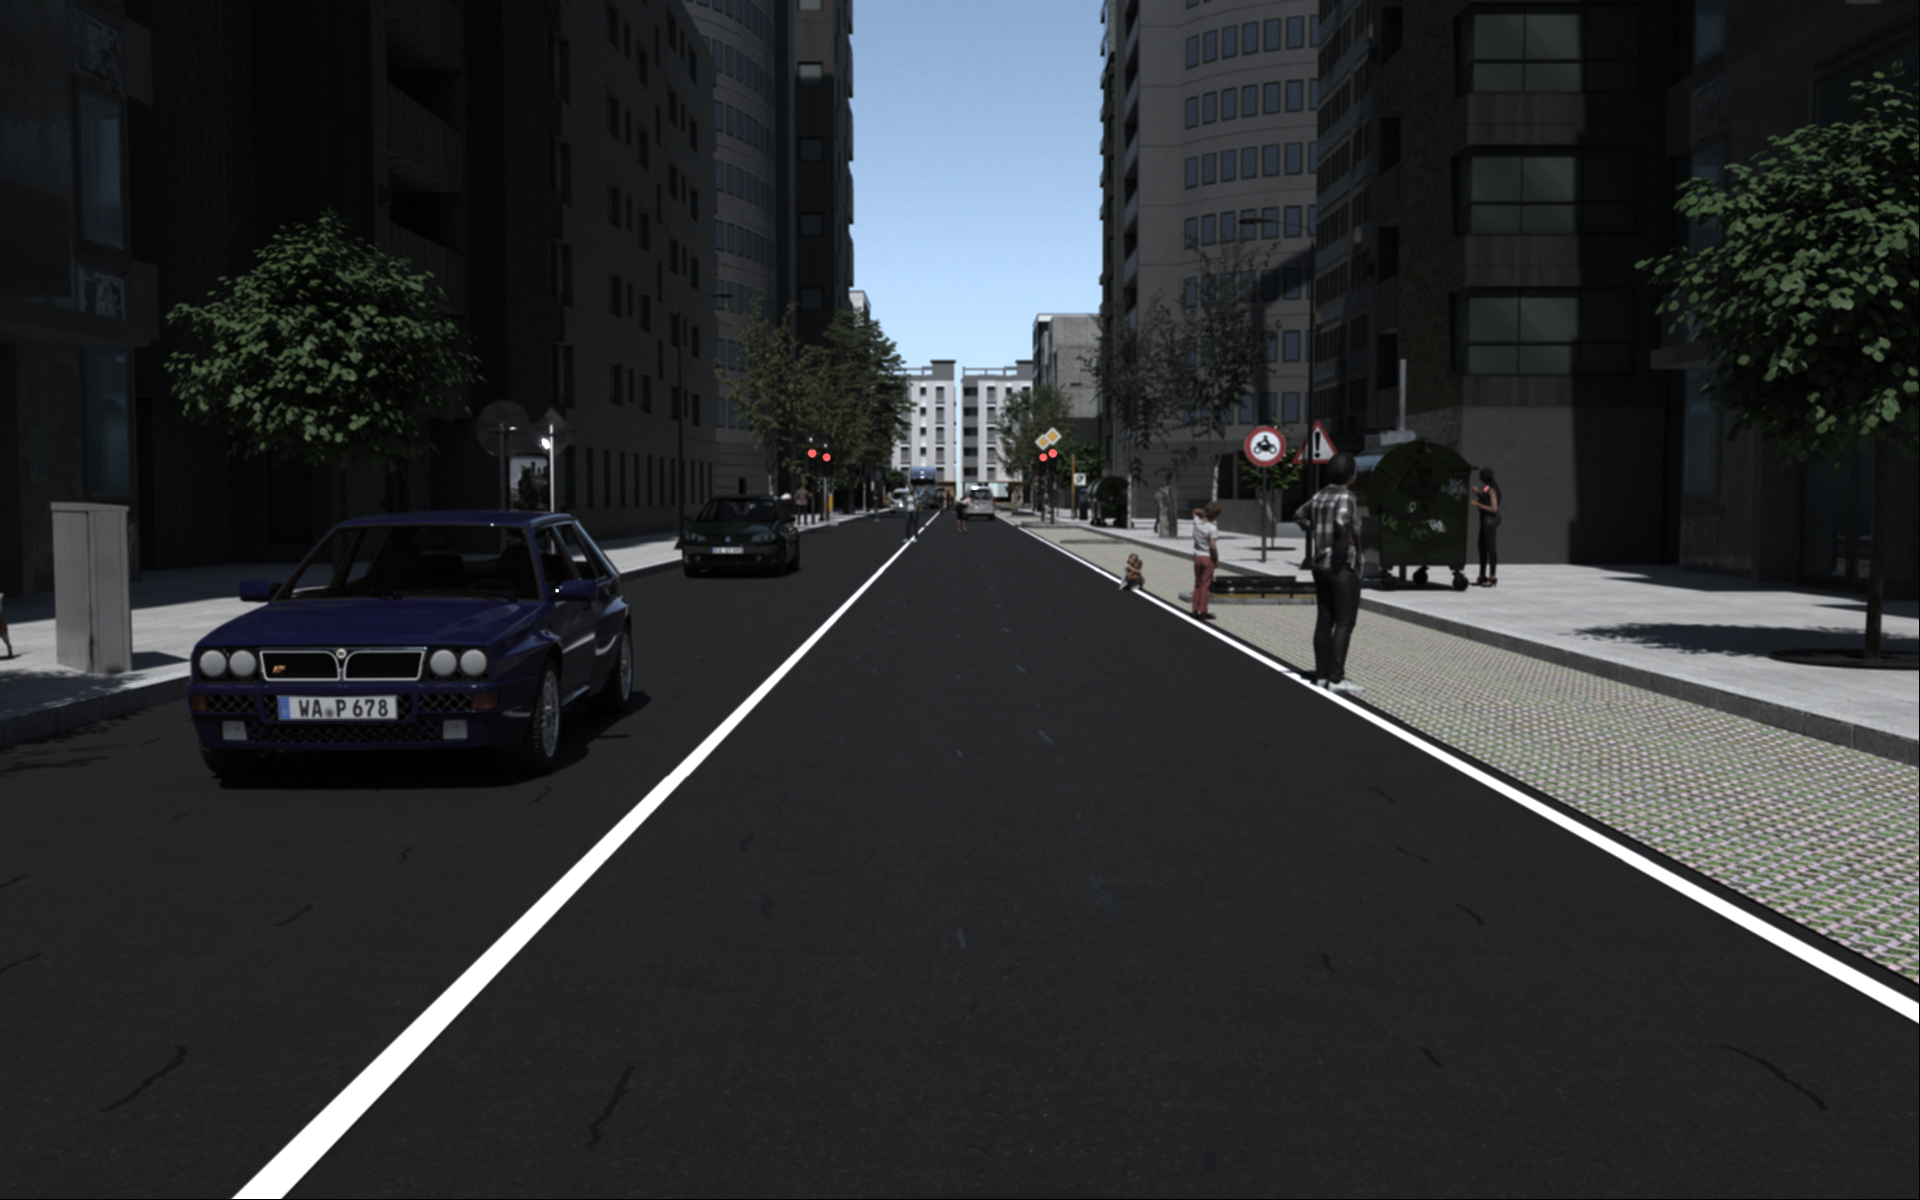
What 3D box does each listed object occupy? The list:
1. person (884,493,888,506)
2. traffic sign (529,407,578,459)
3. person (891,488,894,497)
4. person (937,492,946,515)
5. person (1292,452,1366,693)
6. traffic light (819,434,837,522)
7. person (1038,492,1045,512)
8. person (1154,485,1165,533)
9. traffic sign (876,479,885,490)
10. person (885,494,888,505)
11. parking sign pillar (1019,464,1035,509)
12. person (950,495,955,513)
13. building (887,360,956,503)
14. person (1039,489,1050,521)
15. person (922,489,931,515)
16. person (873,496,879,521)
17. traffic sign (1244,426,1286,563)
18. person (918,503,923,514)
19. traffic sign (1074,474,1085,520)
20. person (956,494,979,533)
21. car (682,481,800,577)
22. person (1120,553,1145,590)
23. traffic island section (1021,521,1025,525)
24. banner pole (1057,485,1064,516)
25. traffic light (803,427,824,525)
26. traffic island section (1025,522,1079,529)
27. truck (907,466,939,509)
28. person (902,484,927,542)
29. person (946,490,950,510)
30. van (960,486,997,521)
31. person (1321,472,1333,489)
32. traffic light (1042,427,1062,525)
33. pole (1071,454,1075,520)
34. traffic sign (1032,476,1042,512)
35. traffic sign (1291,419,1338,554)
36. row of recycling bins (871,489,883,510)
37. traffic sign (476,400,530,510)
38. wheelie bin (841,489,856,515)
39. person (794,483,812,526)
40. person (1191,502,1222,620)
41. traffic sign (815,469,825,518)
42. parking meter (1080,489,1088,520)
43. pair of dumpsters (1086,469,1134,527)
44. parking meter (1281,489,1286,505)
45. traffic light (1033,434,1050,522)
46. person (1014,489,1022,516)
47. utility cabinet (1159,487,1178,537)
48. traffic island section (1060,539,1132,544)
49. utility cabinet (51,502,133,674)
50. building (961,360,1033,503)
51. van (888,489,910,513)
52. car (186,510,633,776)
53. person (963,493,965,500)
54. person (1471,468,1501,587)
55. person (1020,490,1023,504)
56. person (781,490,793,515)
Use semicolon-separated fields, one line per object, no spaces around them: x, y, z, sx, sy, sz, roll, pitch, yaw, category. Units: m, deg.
-8.299;-11.249;189.591;0.705;1.869;1.348;-3;4;-37;person
-6.212;-1.628;26.343;0.795;2.593;0.064;0;4;0;traffic sign
-6.835;-10.515;177.594;0.705;1.869;1.348;1;4;13;person
-1.199;-6.448;116.141;0.569;1.553;0.471;1;4;19;person
2.738;-0.211;12.672;0.376;1.734;0.841;0;4;-8;person
-6.147;-5.597;80.426;0.839;4.253;0.868;0;3;0;traffic light
5.924;-7.271;125.729;0.742;1.727;0.445;2;4;29;person
6.626;-2.983;56.782;0.435;1.587;0.963;-3;4;-38;person
-6.744;-9.011;147.438;0.768;2.556;0.104;0;4;2;traffic sign
-8.518;-11.549;195.008;1.348;1.807;0.705;-3;5;-40;person
5.855;-10.005;152.051;1.447;3.967;1.447;0;4;-2;parking sign pillar
-0.539;-7.180;129.801;0.340;1.345;0.435;2;4;35;person
-6.253;-24.092;250.326;11.380;20.091;16.016;0;3;0;building
4.179;-4.626;84.862;0.376;1.734;0.841;-1;4;-15;person
-2.329;-6.755;119.077;0.598;1.807;0.434;1;4;14;person
-4.411;-4.819;91.194;0.435;1.345;0.340;2;4;31;person
5.679;-1.969;32.298;0.768;2.556;0.104;0;4;6;traffic sign
-2.973;-6.667;125.422;0.695;0.859;0.347;1;4;9;person
5.942;-5.133;86.060;0.606;2.300;0.079;0;4;3;traffic sign
0.231;-3.186;63.773;0.628;1.438;0.799;3;5;42;person
-3.904;-1.313;31.248;2.009;1.686;4.222;0;4;1;car
2.577;-0.425;25.925;0.357;0.543;0.381;1;4;18;person
3.874;-3.565;80.574;2.009;0.180;2.903;0;3;0;traffic island section
5.770;-6.710;99.730;0.401;3.779;0.863;-2;4;-35;banner pole
-6.133;-5.108;72.441;0.839;4.253;0.868;0;3;0;traffic light
3.888;-3.077;72.589;2.009;0.180;2.903;0;3;0;traffic island section
-3.485;-11.272;174.063;2.967;4.110;18.799;0;4;1;truck
-1.410;-2.581;51.427;0.841;1.734;0.376;2;4;31;person
-1.120;-9.172;158.489;0.705;1.821;1.348;0;4;7;person
1.024;-5.320;93.997;2.013;2.044;4.112;0;4;-1;van
6.069;-1.247;27.897;0.566;1.644;0.517;0;4;-1;person
3.848;-5.110;72.475;0.839;4.253;0.868;0;3;0;traffic light
5.707;-5.708;87.169;0.158;3.312;0.155;0;3;0;pole
5.537;-7.593;124.250;0.768;2.556;0.104;0;4;7;traffic sign
6.209;-1.843;30.140;0.884;2.594;0.081;1;4;9;traffic sign
-6.912;-8.373;144.011;1.069;1.692;3.534;0;4;-3;row of recycling bins
-6.185;-1.427;23.432;0.768;2.556;0.104;1;4;9;traffic sign
-6.984;-6.157;108.570;0.980;1.594;0.693;0;4;5;wheelie bin
-6.374;-3.915;70.590;0.617;1.759;0.750;1;4;11;person
2.785;-0.448;19.736;0.435;1.345;0.340;3;4;37;person
-7.043;-5.432;88.923;0.768;2.556;0.104;0;4;0;traffic sign
6.062;-4.666;84.700;0.372;1.533;0.369;0;3;0;parking meter
5.967;-4.051;68.728;1.574;2.255;4.437;0;3;0;pair of dumpsters
13.590;-4.124;73.145;0.255;1.863;0.399;0;4;-2;parking meter
3.834;-5.599;80.460;0.839;4.253;0.868;0;3;0;traffic light
3.647;-6.144;109.671;0.376;1.734;0.841;-1;4;-17;person
6.237;-2.633;51.724;0.318;1.500;1.173;1;4;19;utility cabinet
3.924;-1.688;50.468;1.991;0.108;1.994;0;3;0;traffic island section
-6.399;-0.099;12.779;0.306;1.237;1.020;-3;5;-40;utility cabinet
5.817;-24.108;250.585;11.380;20.091;16.016;0;3;0;building
-4.334;-7.489;129.457;2.013;2.044;4.112;0;4;1;van
-2.995;0.154;10.058;1.945;1.354;3.894;0;4;-2;car
0.311;-8.607;151.770;0.613;1.512;0.480;1;4;8;person
7.226;-1.005;23.940;0.415;1.643;0.593;-2;4;-29;person
7.909;-12.976;218.871;0.621;1.740;0.551;3;5;42;person
-6.771;-3.593;67.980;0.628;1.438;0.799;-3;5;-41;person
